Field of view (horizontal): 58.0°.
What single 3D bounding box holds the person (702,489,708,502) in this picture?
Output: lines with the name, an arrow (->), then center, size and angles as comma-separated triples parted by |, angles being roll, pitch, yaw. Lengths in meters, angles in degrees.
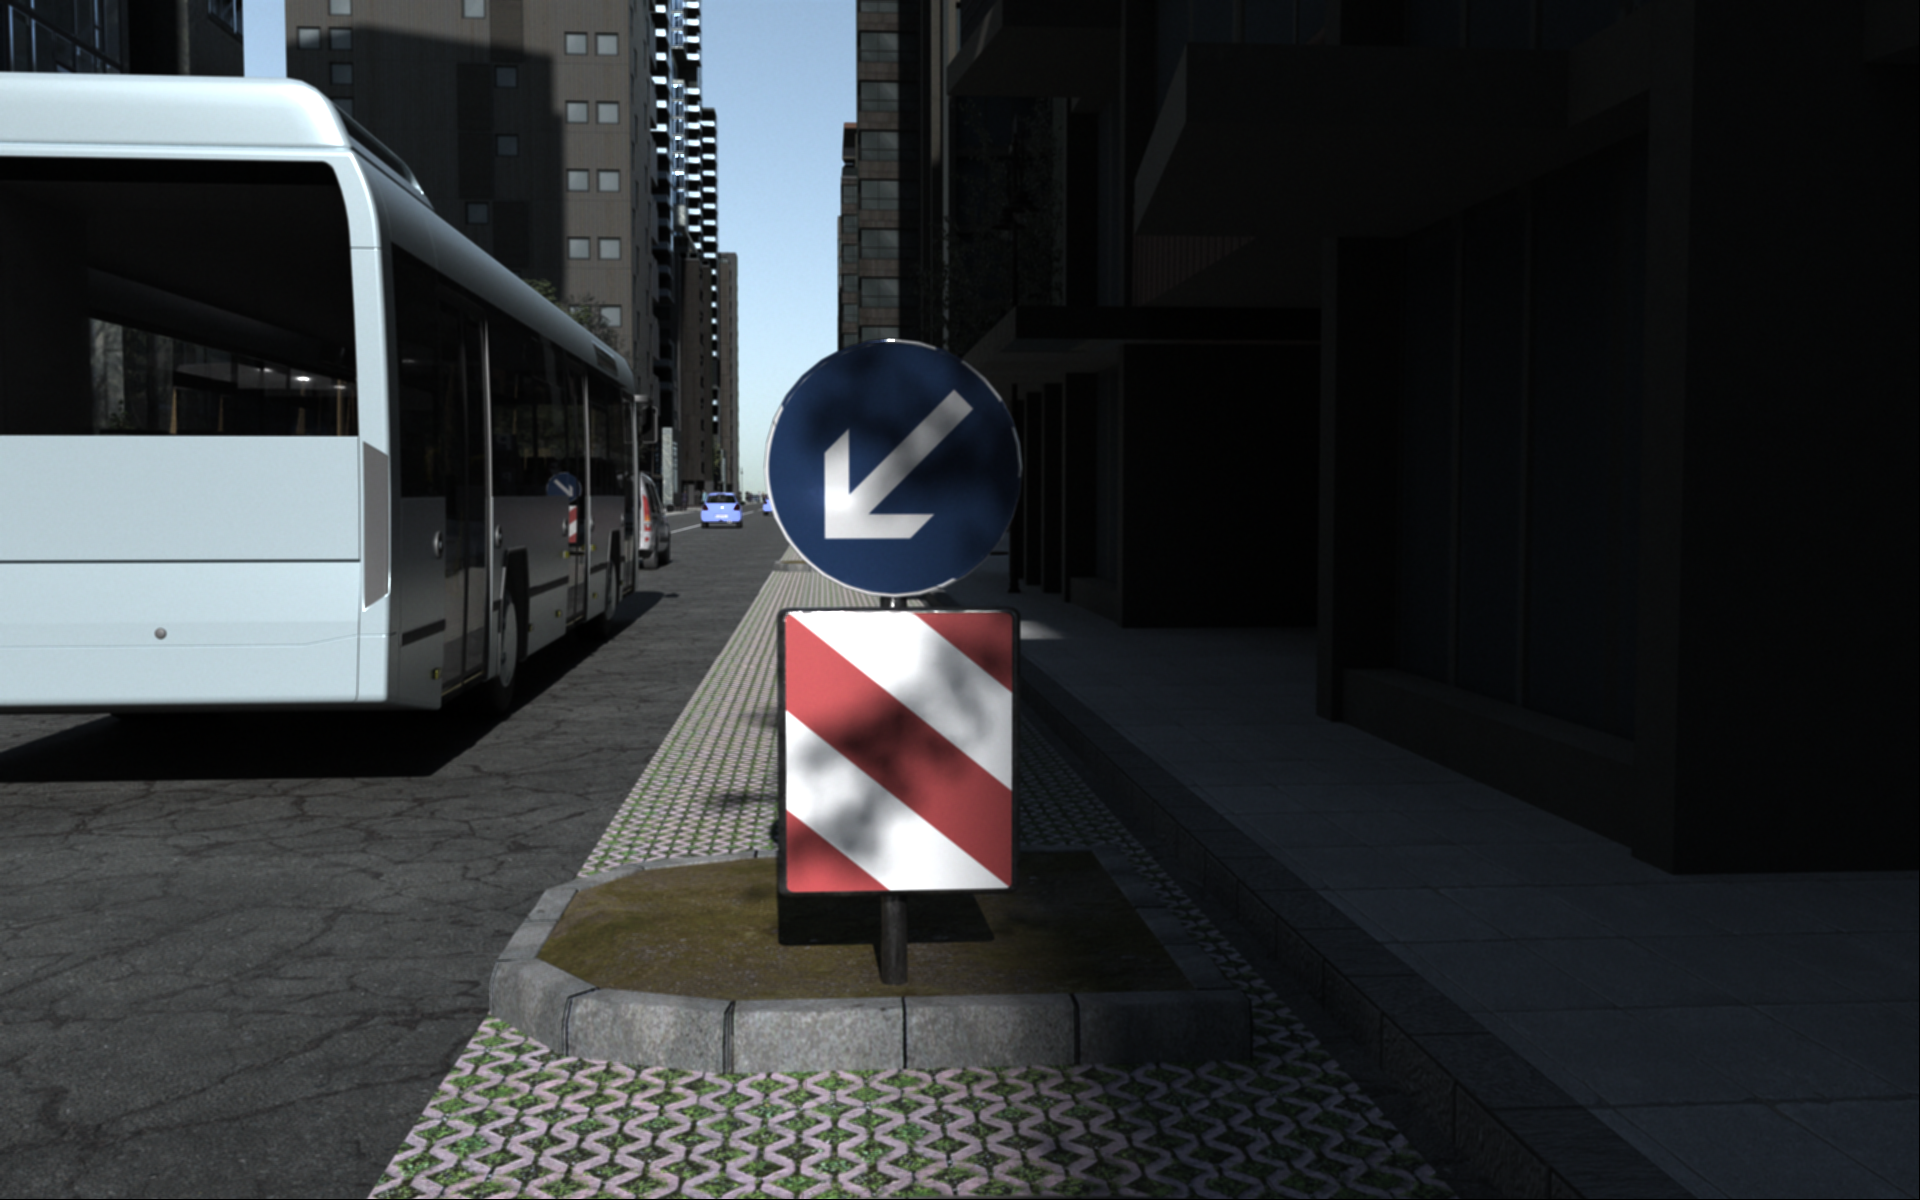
person -> -18.566, -7.207, 126.352 | 0.620, 1.820, 0.660 | 1, 4, 16

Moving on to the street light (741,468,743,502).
street light -> -37.235, -19.746, 295.626 | 0.468, 5.910, 1.993 | 0, 4, -5

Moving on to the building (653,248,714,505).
building -> -36.642, -26.454, 204.216 | 14.160, 30.474, 14.107 | 0, 4, -5

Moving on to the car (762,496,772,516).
car -> -12.386, -6.564, 116.907 | 1.945, 1.707, 3.694 | 0, 4, -4

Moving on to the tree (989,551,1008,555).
tree -> 0.647, -2.586, 36.879 | 1.663, 3.219, 1.824 | 0, 3, 0

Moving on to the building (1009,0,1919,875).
building -> 11.332, -21.950, 13.501 | 22.147, 44.769, 28.867 | 0, 4, -5

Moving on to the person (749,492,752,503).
person -> -32.389, -15.824, 268.146 | 0.541, 1.710, 0.530 | 0, 4, -2

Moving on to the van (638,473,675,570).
van -> -6.681, -1.660, 34.145 | 2.013, 2.044, 4.112 | 0, 4, -4

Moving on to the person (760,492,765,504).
person -> -29.615, -15.311, 259.366 | 0.750, 1.759, 0.617 | -2, 4, -32

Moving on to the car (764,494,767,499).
car -> -29.018, -15.632, 264.627 | 2.155, 1.783, 4.494 | 0, 4, -5

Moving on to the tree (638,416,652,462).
tree -> -24.295, -10.678, 124.948 | 4.360, 8.622, 3.978 | 0, 3, 0

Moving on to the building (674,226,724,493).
building -> -48.509, -33.149, 233.863 | 32.217, 40.220, 23.993 | 0, 4, -5

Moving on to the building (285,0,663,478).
building -> -40.931, -34.379, 151.331 | 28.713, 52.752, 27.495 | 0, 4, -5

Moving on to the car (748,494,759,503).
car -> -34.616, -17.029, 290.428 | 2.014, 1.417, 4.499 | 0, 4, -5

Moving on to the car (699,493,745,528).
car -> -10.125, -3.922, 73.723 | 1.945, 1.707, 3.694 | 0, 4, -6

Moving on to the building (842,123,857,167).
building -> -2.694, -33.525, 202.754 | 22.147, 44.769, 28.867 | 0, 4, -5

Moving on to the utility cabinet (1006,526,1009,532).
utility cabinet -> 1.528, -3.008, 57.857 | 1.173, 1.500, 0.318 | 1, 4, 20

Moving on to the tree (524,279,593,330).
tree -> -22.456, -10.645, 92.165 | 7.486, 12.596, 7.792 | 0, 3, 0

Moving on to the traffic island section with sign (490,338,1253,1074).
traffic island section with sign -> -0.331, 0.209, 5.213 | 1.989, 1.847, 2.006 | 0, 4, -5

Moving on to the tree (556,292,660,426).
tree -> -23.284, -11.869, 104.435 | 12.009, 13.543, 11.850 | 0, 3, 0

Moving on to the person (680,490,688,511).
person -> -23.016, -8.281, 144.343 | 0.683, 1.767, 0.568 | -1, 4, -14

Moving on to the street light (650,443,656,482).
street light -> -24.990, -10.304, 141.264 | 0.468, 5.910, 1.993 | 0, 4, -5

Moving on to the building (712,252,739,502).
building -> -43.854, -36.772, 284.819 | 14.154, 41.232, 14.086 | 0, 4, -5

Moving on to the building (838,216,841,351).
building -> -11.010, -35.045, 256.571 | 14.154, 41.232, 14.086 | 0, 4, -5

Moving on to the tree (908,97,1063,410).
tree -> 0.961, -4.970, 31.620 | 4.360, 8.622, 3.978 | 0, 3, 0

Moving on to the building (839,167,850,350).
building -> -3.673, -23.519, 156.239 | 14.160, 30.474, 14.107 | 0, 4, -5

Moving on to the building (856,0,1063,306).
building -> 1.206, -19.919, 97.381 | 14.160, 30.474, 14.107 | 0, 4, -5

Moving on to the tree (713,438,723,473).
tree -> -31.513, -16.256, 216.152 | 4.737, 8.622, 4.395 | 0, 3, 0

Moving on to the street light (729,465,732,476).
street light -> -34.418, -17.574, 260.129 | 0.468, 5.910, 1.993 | 0, 4, -5

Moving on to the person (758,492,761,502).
person -> -34.476, -17.637, 296.731 | 0.599, 1.838, 0.709 | 1, 4, 10

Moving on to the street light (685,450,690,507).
street light -> -27.860, -12.479, 176.820 | 0.468, 5.910, 1.993 | 0, 4, -5

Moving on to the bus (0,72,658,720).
bus -> -4.437, -1.183, 14.199 | 2.948, 3.499, 13.247 | 0, 4, -5

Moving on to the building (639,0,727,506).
building -> -46.356, -57.976, 260.585 | 22.319, 86.520, 31.000 | 0, 4, -5

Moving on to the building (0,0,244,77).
building -> -33.342, -44.801, 45.166 | 31.000, 86.520, 22.319 | 0, 4, -5

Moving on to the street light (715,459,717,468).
street light -> -31.695, -15.416, 224.838 | 0.468, 5.910, 1.993 | 0, 4, -5

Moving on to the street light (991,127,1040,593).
street light -> 0.705, -3.032, 22.357 | 0.468, 5.910, 1.993 | 0, 4, -5
